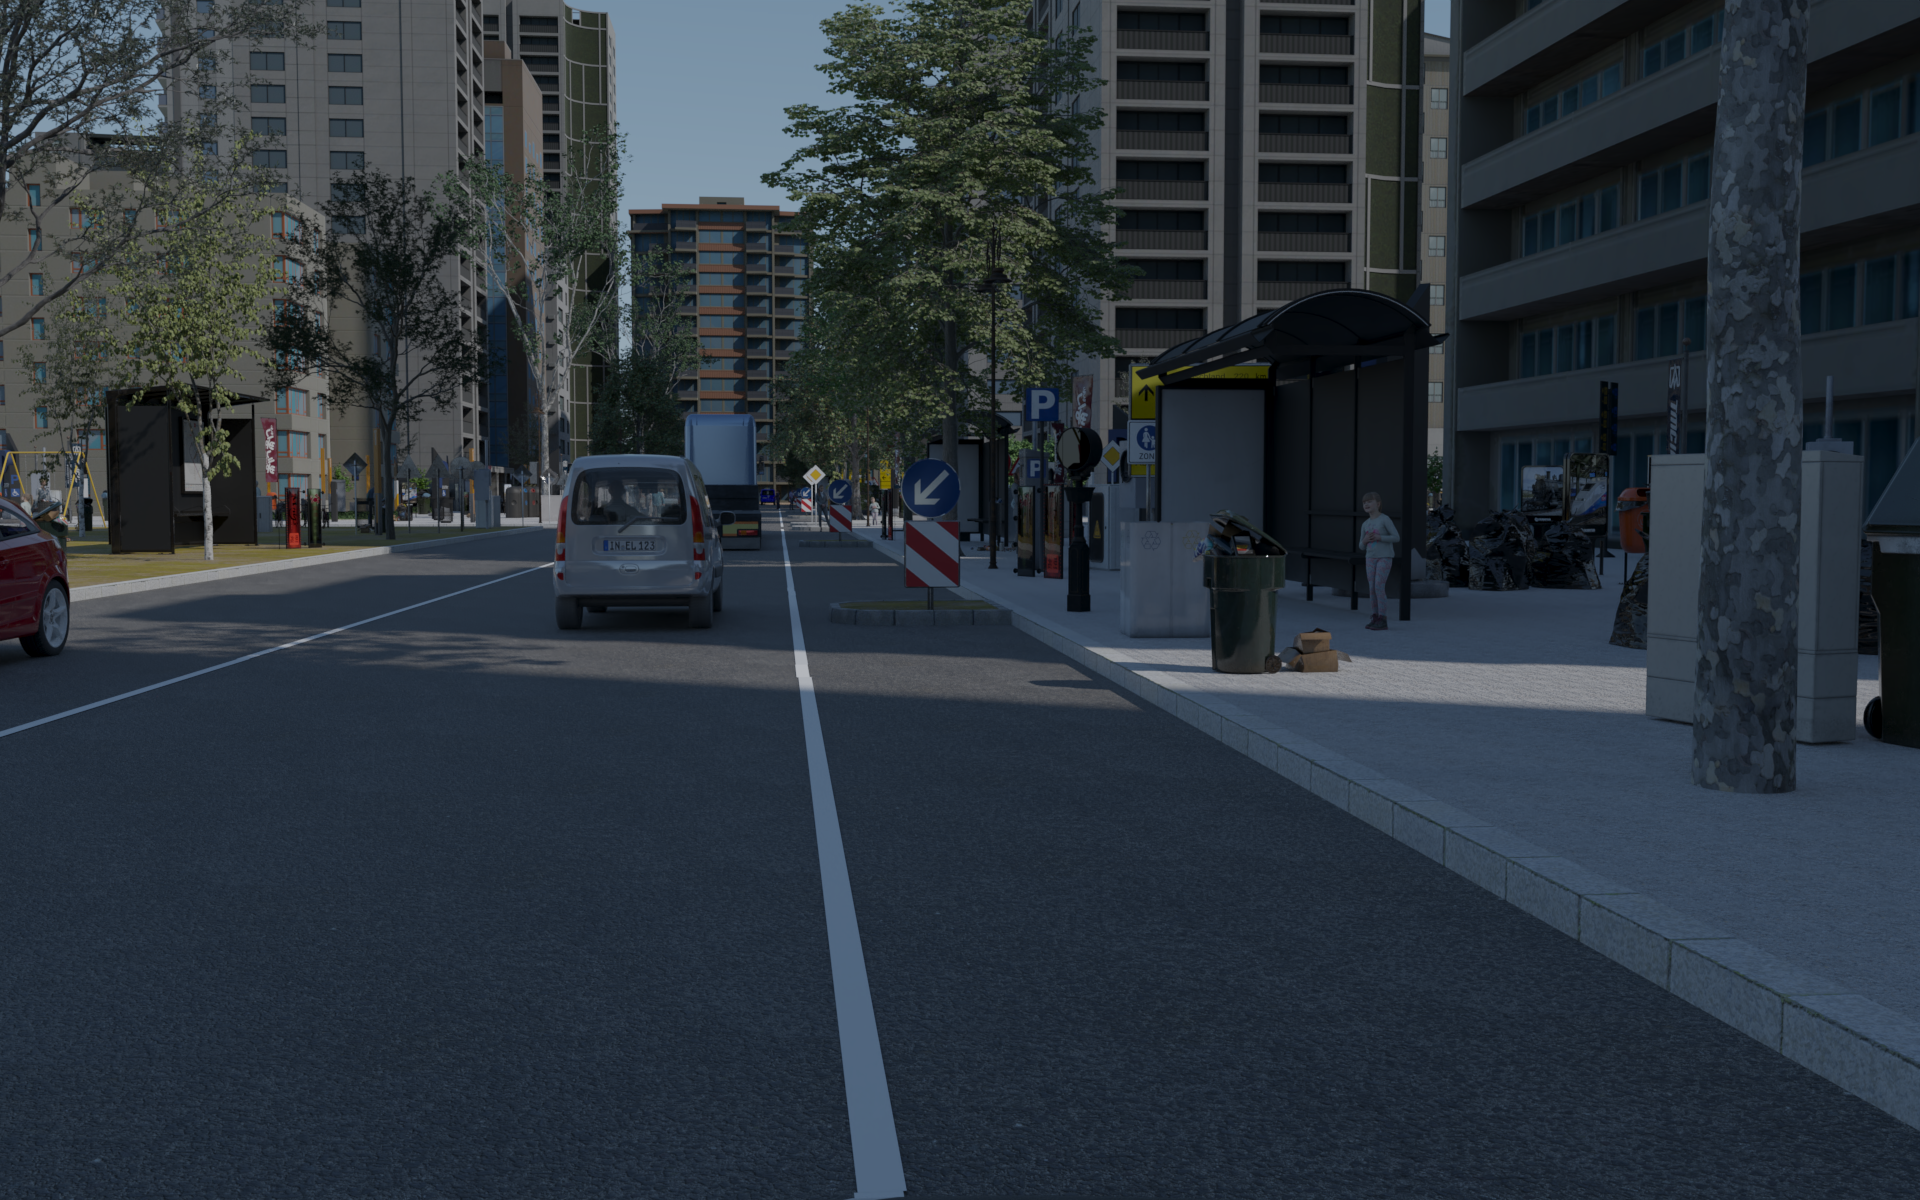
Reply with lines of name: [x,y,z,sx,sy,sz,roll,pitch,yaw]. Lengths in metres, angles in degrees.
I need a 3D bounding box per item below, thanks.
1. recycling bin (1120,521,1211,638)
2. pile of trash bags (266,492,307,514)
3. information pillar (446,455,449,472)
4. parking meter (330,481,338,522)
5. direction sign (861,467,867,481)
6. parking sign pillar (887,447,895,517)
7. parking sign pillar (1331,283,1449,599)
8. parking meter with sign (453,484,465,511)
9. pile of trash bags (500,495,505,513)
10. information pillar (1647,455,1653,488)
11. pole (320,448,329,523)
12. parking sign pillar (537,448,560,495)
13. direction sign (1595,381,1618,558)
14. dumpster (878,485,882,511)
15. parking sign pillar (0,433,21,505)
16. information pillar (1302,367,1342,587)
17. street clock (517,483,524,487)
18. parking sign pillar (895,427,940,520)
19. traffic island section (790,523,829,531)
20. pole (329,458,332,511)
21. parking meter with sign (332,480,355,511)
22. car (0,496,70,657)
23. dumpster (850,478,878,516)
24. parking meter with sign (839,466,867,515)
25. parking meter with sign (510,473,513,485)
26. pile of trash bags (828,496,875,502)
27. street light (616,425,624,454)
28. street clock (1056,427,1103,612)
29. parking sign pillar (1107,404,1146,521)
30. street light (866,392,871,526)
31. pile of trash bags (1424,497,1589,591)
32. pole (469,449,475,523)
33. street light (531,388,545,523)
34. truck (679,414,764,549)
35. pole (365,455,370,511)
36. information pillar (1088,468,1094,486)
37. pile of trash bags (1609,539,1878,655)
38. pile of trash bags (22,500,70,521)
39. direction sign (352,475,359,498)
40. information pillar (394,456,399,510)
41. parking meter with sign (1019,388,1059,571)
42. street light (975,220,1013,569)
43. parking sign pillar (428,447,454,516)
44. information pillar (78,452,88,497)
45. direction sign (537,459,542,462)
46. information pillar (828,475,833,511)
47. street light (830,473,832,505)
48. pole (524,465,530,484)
recycling bin: [1.861,-0.195,15.750,0.722,1.027,0.722,0,4,-3]
pile of trash bags: [-35.131,-4.950,90.677,1.912,1.369,3.447,1,4,13]
information pillar: [-30.808,-6.902,104.201,0.183,3.616,0.504,-1,4,-21]
parking meter: [-28.832,-4.532,79.802,0.255,1.863,0.399,-1,4,-12]
direction sign: [-7.314,-8.645,133.348,0.379,3.537,0.876,-3,5,-42]
parking sign pillar: [-3.638,-6.762,99.024,1.447,3.967,1.447,1,4,9]
parking sign pillar: [5.443,-2.039,21.817,1.447,3.967,1.447,3,4,38]
parking meter with sign: [-37.154,-8.095,128.607,0.543,3.016,1.738,-3,4,-39]
pile of trash bags: [-30.259,-6.509,116.177,1.912,1.369,3.447,0,4,7]
information pillar: [13.193,-1.726,32.713,0.304,2.012,0.304,-1,4,-15]
pole: [-28.206,-5.069,76.719,0.158,3.312,0.155,0,3,0]
parking sign pillar: [-24.214,-6.939,101.926,1.447,3.967,1.447,0,4,-5]
direction sign: [13.090,-2.631,35.020,0.379,3.537,0.876,3,5,42]
dumpster: [-6.367,-7.717,128.668,1.502,2.255,1.985,0,4,-6]
parking sign pillar: [-41.684,-5.355,76.024,1.447,3.967,1.447,-3,5,-44]
information pillar: [5.025,-1.996,23.988,0.504,3.616,0.183,0,4,-7]
street clock: [-28.271,-6.539,111.484,0.471,2.002,0.358,-1,4,-19]
parking sign pillar: [-1.439,-4.804,67.024,1.447,3.967,1.447,-2,4,-32]
traffic island section: [-5.706,-2.867,69.162,2.009,0.180,2.903,0,4,-6]
pole: [-35.795,-6.394,98.387,0.158,3.312,0.155,0,3,0]
parking meter with sign: [-32.767,-5.818,91.378,1.738,3.016,0.543,-1,4,-20]
car: [-8.723,-0.291,13.798,2.155,1.783,4.494,0,4,-7]
dumpster: [-5.849,-6.174,103.439,1.502,2.255,1.985,0,4,-6]
parking meter with sign: [-6.562,-6.734,106.360,1.738,3.016,0.543,0,4,-7]
parking meter with sign: [-36.617,-9.082,144.754,1.738,3.016,0.543,-2,4,-24]
pile of trash bags: [-7.838,-7.089,125.659,3.447,1.369,1.912,-1,4,-14]
street light: [-22.557,-8.715,115.278,0.468,5.910,1.993,0,4,-6]
street clock: [1.298,-0.874,18.863,0.471,2.002,0.358,3,5,40]
parking sign pillar: [5.023,-3.865,51.670,1.447,3.967,1.447,3,5,42]
street light: [-3.666,-5.878,68.896,0.468,5.910,1.993,0,4,-6]
pile of trash bags: [8.165,-0.873,24.018,3.447,1.369,1.912,-1,4,-15]
pole: [-21.842,-5.119,77.544,0.158,3.312,0.155,0,3,0]
street light: [-18.449,-6.311,75.968,0.468,5.910,1.993,0,4,-6]
truck: [-7.351,-3.847,52.659,2.967,4.110,18.799,0,4,-7]
pole: [-31.241,-5.967,91.400,0.158,3.312,0.155,0,3,0]
information pillar: [4.968,-4.535,65.509,0.183,3.616,0.504,-1,4,-13]
pile of trash bags: [7.340,-0.285,14.413,3.447,1.369,1.912,-1,4,-15]
pile of trash bags: [-43.052,-4.292,79.932,1.912,1.369,3.447,2,4,31]
direction sign: [-35.505,-6.713,101.751,0.876,3.537,0.379,3,5,45]
information pillar: [-34.755,-7.057,106.742,0.183,3.616,0.504,-3,4,-38]
parking meter with sign: [1.274,-2.023,29.336,0.543,3.016,1.738,0,4,-5]
street light: [0.569,-3.473,29.576,0.468,5.910,1.993,0,4,-6]
parking sign pillar: [-30.119,-6.847,100.418,1.447,3.967,1.447,1,4,11]
information pillar: [-46.814,-6.184,92.457,0.504,3.616,0.183,-2,4,-29]
direction sign: [-26.578,-7.239,110.360,0.876,3.537,0.379,2,4,28]
information pillar: [-9.794,-8.560,131.310,0.504,3.616,0.183,-2,4,-30]
street light: [-8.367,-8.544,112.475,0.468,5.910,1.993,0,4,-6]
pole: [-29.961,-7.683,119.458,0.158,3.312,0.155,0,3,0]
